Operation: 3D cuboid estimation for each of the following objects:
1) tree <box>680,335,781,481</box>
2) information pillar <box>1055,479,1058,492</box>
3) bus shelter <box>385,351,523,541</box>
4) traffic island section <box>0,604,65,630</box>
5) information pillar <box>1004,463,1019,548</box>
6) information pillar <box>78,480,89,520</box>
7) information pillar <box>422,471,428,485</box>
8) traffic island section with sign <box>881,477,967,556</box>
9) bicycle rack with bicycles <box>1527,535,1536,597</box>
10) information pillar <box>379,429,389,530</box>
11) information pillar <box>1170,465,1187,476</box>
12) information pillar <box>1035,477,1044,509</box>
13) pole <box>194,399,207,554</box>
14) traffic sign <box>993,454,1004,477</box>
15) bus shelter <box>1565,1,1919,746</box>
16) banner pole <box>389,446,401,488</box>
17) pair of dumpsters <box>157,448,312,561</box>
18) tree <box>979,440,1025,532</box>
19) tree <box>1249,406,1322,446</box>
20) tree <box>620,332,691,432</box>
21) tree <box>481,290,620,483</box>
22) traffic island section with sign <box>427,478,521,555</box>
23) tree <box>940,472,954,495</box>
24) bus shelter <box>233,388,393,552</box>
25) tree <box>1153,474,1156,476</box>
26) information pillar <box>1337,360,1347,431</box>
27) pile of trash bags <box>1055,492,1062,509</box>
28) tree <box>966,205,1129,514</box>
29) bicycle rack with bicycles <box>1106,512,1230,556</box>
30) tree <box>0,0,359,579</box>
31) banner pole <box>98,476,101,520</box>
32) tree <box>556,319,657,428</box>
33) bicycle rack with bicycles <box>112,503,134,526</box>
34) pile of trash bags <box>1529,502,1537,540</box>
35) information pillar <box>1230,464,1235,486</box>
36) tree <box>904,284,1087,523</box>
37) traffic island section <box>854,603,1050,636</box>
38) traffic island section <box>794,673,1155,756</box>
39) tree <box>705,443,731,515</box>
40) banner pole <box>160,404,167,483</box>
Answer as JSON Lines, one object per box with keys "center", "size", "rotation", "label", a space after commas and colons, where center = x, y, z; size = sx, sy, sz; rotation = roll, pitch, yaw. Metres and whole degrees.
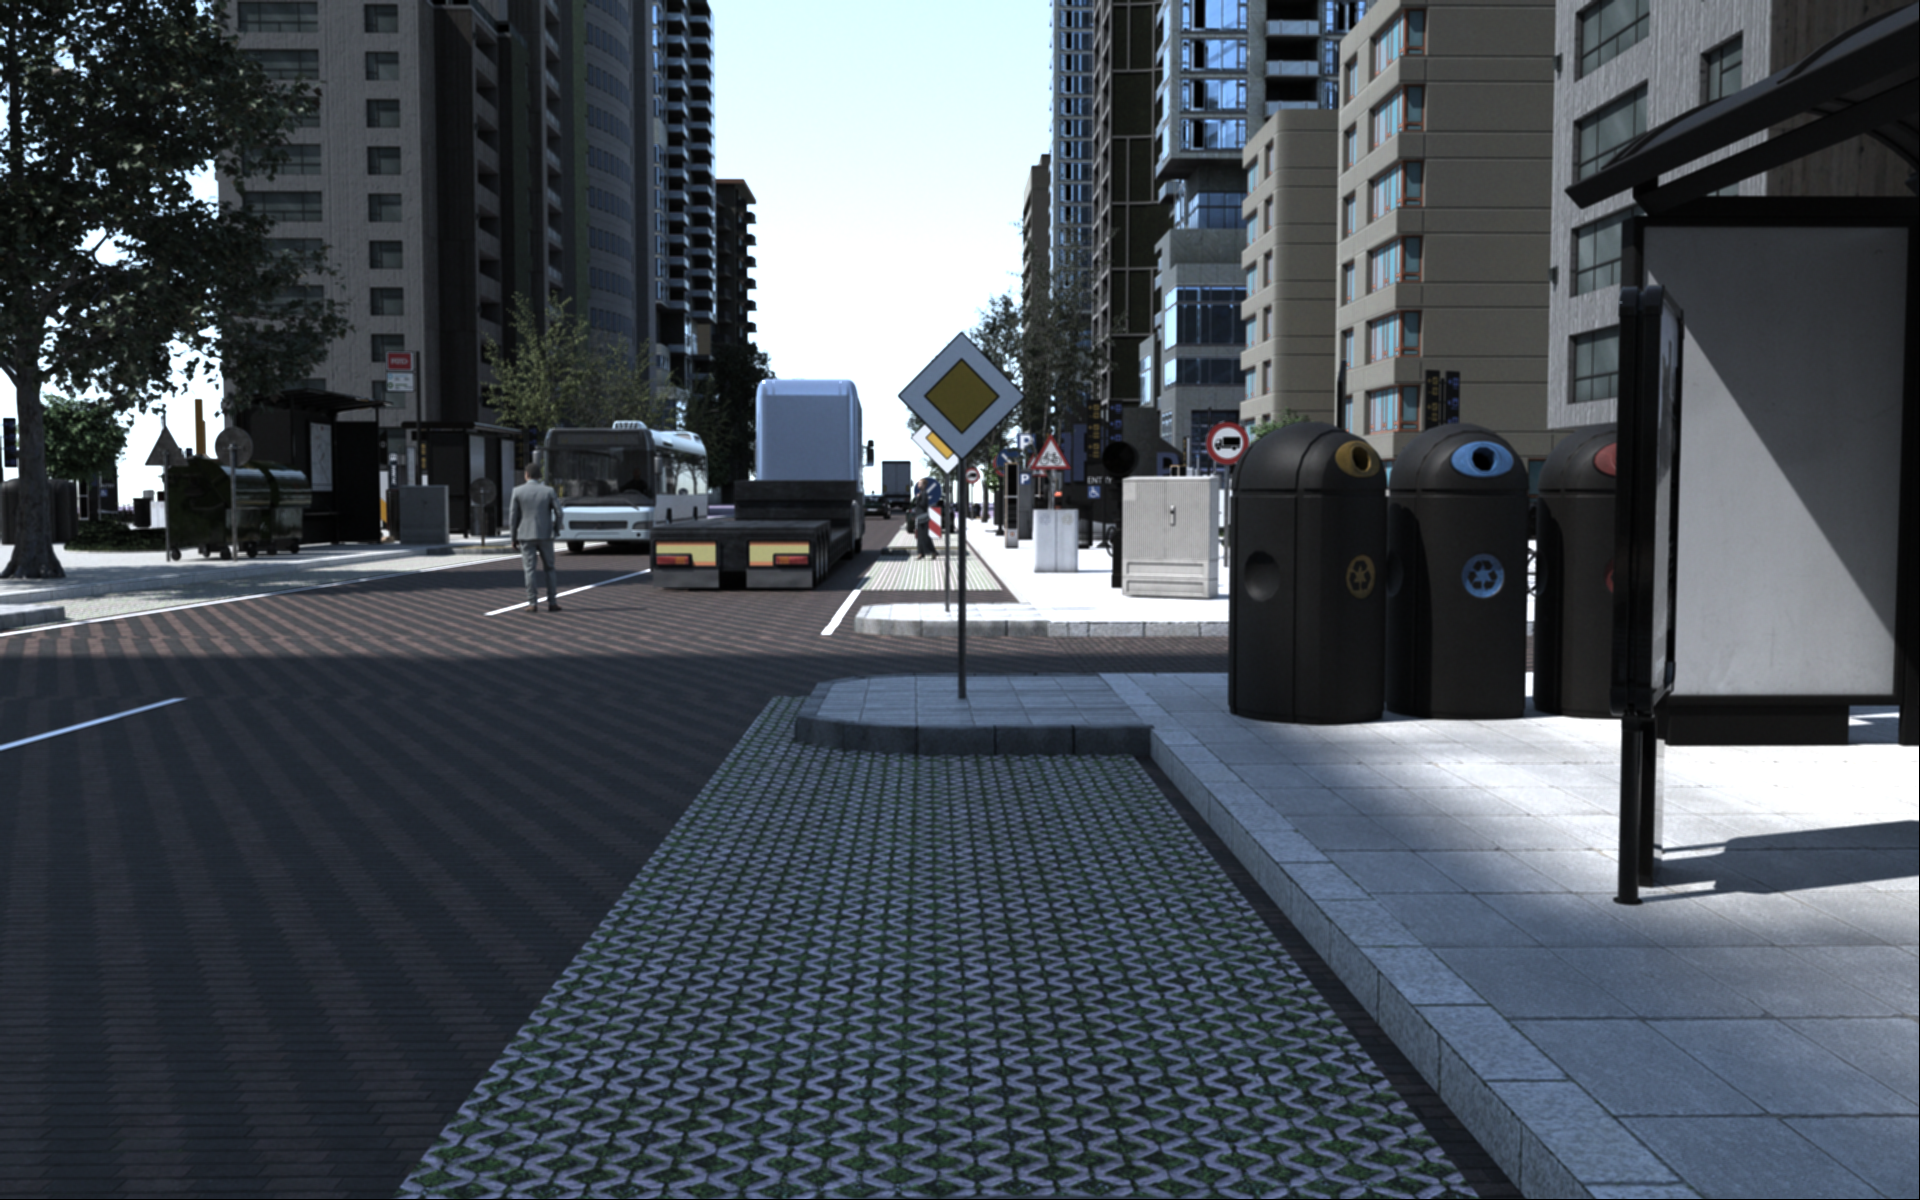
{"center": [-15.802, -12.738, 125.267], "size": [9.611, 12.733, 9.660], "rotation": [0, 3, 0], "label": "tree"}
{"center": [4.530, -4.819, 83.286], "size": [0.304, 2.012, 0.304], "rotation": [1, 4, 21], "label": "information pillar"}
{"center": [-15.057, -4.508, 51.334], "size": [2.179, 5.291, 8.768], "rotation": [0, 4, -1], "label": "bus shelter"}
{"center": [-11.105, 0.221, 18.673], "size": [2.009, 0.180, 2.903], "rotation": [0, 4, -1], "label": "traffic island section"}
{"center": [1.216, -2.232, 40.987], "size": [0.304, 2.012, 0.304], "rotation": [0, 4, -7], "label": "information pillar"}
{"center": [-30.544, -3.417, 60.354], "size": [0.304, 2.012, 0.304], "rotation": [-2, 4, -30], "label": "information pillar"}
{"center": [-23.128, -5.102, 74.766], "size": [0.504, 3.616, 0.183], "rotation": [0, 4, -3], "label": "information pillar"}
{"center": [-0.859, -1.969, 40.825], "size": [1.989, 1.847, 2.006], "rotation": [0, 4, -1], "label": "traffic island section with sign"}
{"center": [7.736, -0.459, 20.893], "size": [2.852, 0.926, 2.925], "rotation": [-3, 5, -43], "label": "bicycle rack with bicycles"}
{"center": [-20.842, -4.348, 62.445], "size": [0.504, 3.616, 0.183], "rotation": [0, 4, -4], "label": "information pillar"}
{"center": [5.581, -2.433, 44.277], "size": [0.304, 2.012, 0.304], "rotation": [-3, 5, -40], "label": "information pillar"}
{"center": [3.061, -3.840, 67.270], "size": [0.304, 2.012, 0.304], "rotation": [3, 5, 40], "label": "information pillar"}
{"center": [-16.261, -2.645, 37.086], "size": [0.158, 3.312, 0.155], "rotation": [0, 3, 0], "label": "pole"}
{"center": [1.350, -3.134, 51.348], "size": [0.768, 2.556, 0.104], "rotation": [0, 4, 6], "label": "traffic sign"}
{"center": [4.179, -0.756, 6.286], "size": [2.014, 3.302, 5.546], "rotation": [0, 4, -1], "label": "bus shelter"}
{"center": [-29.193, -6.099, 89.729], "size": [0.863, 3.779, 0.401], "rotation": [1, 4, 15], "label": "banner pole"}
{"center": [-14.735, -2.007, 35.316], "size": [1.574, 2.255, 4.437], "rotation": [0, 4, -1], "label": "pair of dumpsters"}
{"center": [1.342, -3.918, 58.667], "size": [1.663, 3.219, 1.824], "rotation": [0, 3, 0], "label": "tree"}
{"center": [12.286, -4.954, 64.715], "size": [4.285, 4.588, 4.351], "rotation": [0, 3, 0], "label": "tree"}
{"center": [-15.130, -7.914, 79.753], "size": [4.737, 8.622, 4.395], "rotation": [0, 3, 0], "label": "tree"}
{"center": [-14.852, -6.813, 61.752], "size": [4.737, 8.622, 4.395], "rotation": [0, 3, 0], "label": "tree"}
{"center": [-11.539, -2.015, 41.574], "size": [1.989, 1.847, 2.006], "rotation": [0, 4, -1], "label": "traffic island section with sign"}
{"center": [0.950, -8.368, 87.185], "size": [4.360, 8.622, 3.978], "rotation": [0, 3, 0], "label": "tree"}
{"center": [-15.329, -3.066, 41.420], "size": [1.731, 3.624, 6.357], "rotation": [0, 4, -1], "label": "bus shelter"}
{"center": [10.883, -5.903, 91.118], "size": [1.663, 3.219, 1.824], "rotation": [0, 3, 0], "label": "tree"}
{"center": [6.612, -2.367, 30.062], "size": [0.183, 3.616, 0.504], "rotation": [1, 4, 21], "label": "information pillar"}
{"center": [4.634, -3.593, 68.502], "size": [1.912, 1.369, 3.447], "rotation": [2, 4, 30], "label": "pile of trash bags"}
{"center": [2.373, -5.780, 44.873], "size": [4.360, 8.622, 3.978], "rotation": [0, 3, 0], "label": "tree"}
{"center": [4.351, -1.298, 34.602], "size": [2.852, 0.926, 2.925], "rotation": [-1, 4, -9], "label": "bicycle rack with bicycles"}
{"center": [-14.275, -6.689, 26.368], "size": [9.611, 12.733, 9.660], "rotation": [0, 3, 0], "label": "tree"}
{"center": [-36.474, -5.102, 73.438], "size": [0.401, 3.779, 0.863], "rotation": [-1, 4, -19], "label": "banner pole"}
{"center": [-15.134, -7.498, 72.951], "size": [4.360, 8.622, 3.978], "rotation": [0, 3, 0], "label": "tree"}
{"center": [-33.064, -3.458, 69.926], "size": [2.852, 0.926, 2.925], "rotation": [0, 4, 8], "label": "bicycle rack with bicycles"}
{"center": [15.063, -2.369, 48.493], "size": [3.447, 1.369, 1.912], "rotation": [0, 4, 4], "label": "pile of trash bags"}
{"center": [14.709, -6.242, 93.413], "size": [0.183, 3.616, 0.504], "rotation": [-1, 4, -18], "label": "information pillar"}
{"center": [1.355, -8.740, 77.318], "size": [7.601, 10.594, 8.767], "rotation": [3, 4, 38], "label": "tree"}
{"center": [-0.116, 0.208, 18.873], "size": [2.009, 0.180, 2.903], "rotation": [0, 4, -1], "label": "traffic island section"}
{"center": [0.034, 0.697, 10.890], "size": [2.009, 0.180, 2.903], "rotation": [0, 4, -1], "label": "traffic island section"}
{"center": [-15.898, -7.680, 109.289], "size": [4.285, 4.588, 4.351], "rotation": [0, 3, 0], "label": "tree"}
{"center": [-22.136, -3.558, 48.189], "size": [0.401, 3.779, 0.863], "rotation": [-2, 4, -35], "label": "banner pole"}
